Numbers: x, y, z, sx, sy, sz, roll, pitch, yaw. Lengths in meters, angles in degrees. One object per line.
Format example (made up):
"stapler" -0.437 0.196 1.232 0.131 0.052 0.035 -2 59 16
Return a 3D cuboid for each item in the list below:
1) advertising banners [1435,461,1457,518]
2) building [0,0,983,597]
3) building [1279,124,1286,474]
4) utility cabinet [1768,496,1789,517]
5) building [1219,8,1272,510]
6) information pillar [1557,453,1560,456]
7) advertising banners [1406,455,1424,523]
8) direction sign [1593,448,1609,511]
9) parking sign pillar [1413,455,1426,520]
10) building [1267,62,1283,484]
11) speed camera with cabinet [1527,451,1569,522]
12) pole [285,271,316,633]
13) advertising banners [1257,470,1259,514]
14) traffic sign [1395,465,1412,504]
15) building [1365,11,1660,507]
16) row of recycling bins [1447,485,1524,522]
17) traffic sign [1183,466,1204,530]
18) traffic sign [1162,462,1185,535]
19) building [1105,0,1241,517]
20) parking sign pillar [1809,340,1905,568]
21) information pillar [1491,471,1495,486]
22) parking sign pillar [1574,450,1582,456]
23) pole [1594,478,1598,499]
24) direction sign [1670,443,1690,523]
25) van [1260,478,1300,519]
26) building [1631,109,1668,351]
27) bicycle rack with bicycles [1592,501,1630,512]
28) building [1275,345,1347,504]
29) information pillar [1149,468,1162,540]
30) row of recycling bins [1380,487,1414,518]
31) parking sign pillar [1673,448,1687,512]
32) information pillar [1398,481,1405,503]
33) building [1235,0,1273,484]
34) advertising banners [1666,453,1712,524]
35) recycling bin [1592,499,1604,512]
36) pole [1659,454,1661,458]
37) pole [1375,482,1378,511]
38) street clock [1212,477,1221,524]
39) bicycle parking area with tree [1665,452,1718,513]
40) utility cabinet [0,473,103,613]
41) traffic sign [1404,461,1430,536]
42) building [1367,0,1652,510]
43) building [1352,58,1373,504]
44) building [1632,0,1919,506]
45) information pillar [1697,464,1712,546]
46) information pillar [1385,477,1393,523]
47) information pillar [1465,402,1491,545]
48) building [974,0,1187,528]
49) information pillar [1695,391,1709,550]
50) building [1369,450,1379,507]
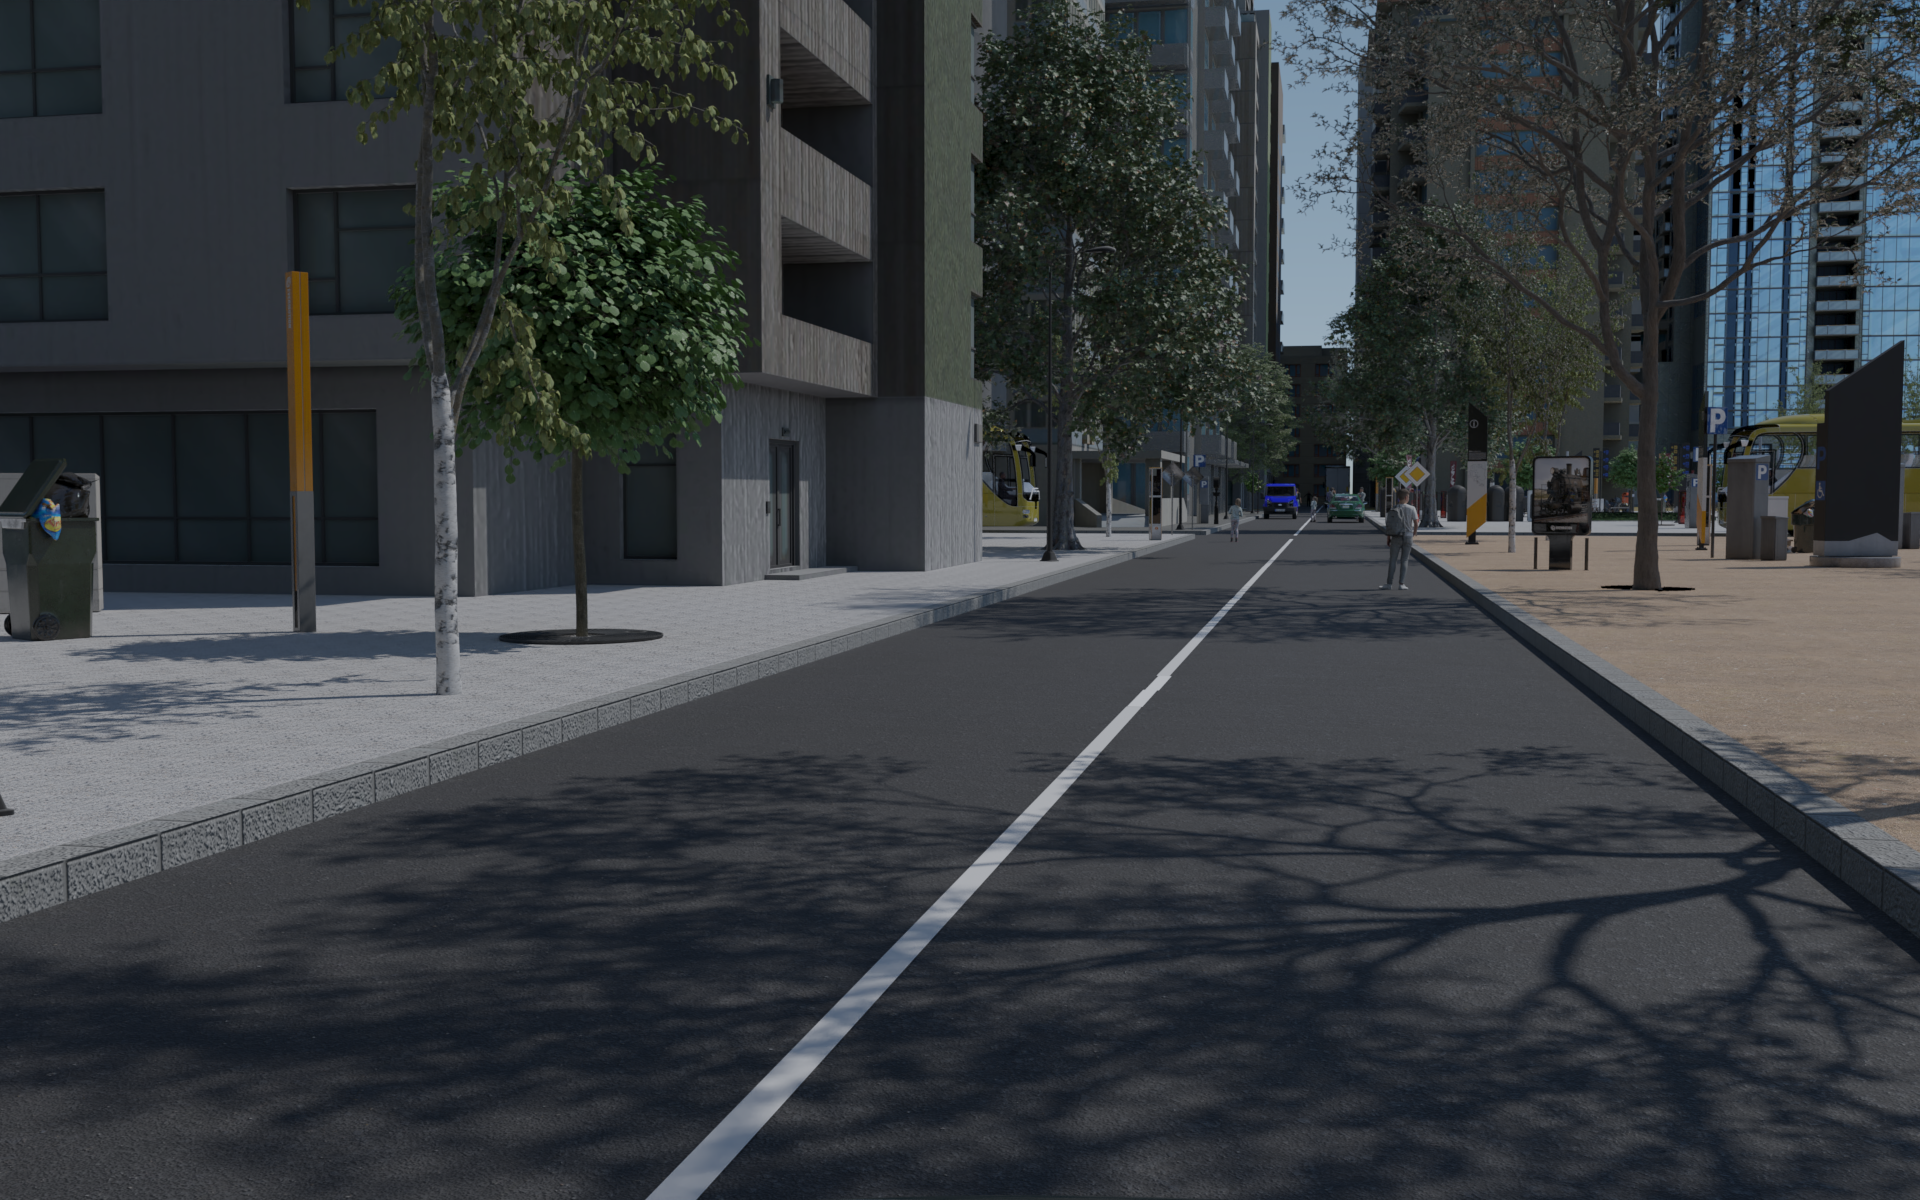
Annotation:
"advertising banners" 25.625 -5.846 91.775 0.090 3.025 2.074 -1 4 -22
"building" -7.882 -15.622 27.123 14.160 30.474 14.107 1 4 12
"building" 21.848 -35.508 200.167 30.456 49.044 23.786 1 4 12
"utility cabinet" 21.577 -2.136 46.080 1.020 1.237 0.306 -2 4 -30
"building" 18.224 -28.125 143.433 14.154 41.232 14.086 1 4 12
"information pillar" 33.982 -6.568 98.734 0.183 3.616 0.504 -1 4 -13
"advertising banners" 20.423 -4.964 77.357 0.090 3.025 2.074 3 5 44
"direction sign" 31.482 -5.697 85.148 0.876 3.537 0.379 -1 4 -15
"parking sign pillar" 23.544 -6.079 87.869 1.447 3.967 1.447 -3 5 -43
"building" 25.820 -32.307 178.324 14.600 45.320 14.200 1 4 12
"speed camera with cabinet" 27.391 -5.257 80.285 2.038 3.252 0.660 1 4 20
"pole" -6.100 -1.357 16.023 0.158 3.312 0.155 0 3 0
"advertising banners" 19.360 -7.111 112.454 0.090 3.025 2.074 1 4 8
"traffic sign" 15.551 -3.471 60.401 0.795 2.450 0.064 1 4 12
"building" 59.250 -36.801 190.937 28.713 52.752 27.495 1 4 12
"row of recycling bins" 24.449 -4.488 80.497 3.534 1.692 1.069 0 4 -4
"traffic sign" 8.327 -3.568 61.975 0.795 2.450 0.064 1 4 12
"traffic sign" 6.642 -3.090 54.169 0.795 2.450 0.064 1 4 12
"building" 5.937 -29.929 108.955 23.786 49.044 30.456 1 4 12
"parking sign pillar" 15.846 -2.574 30.554 1.447 3.967 1.447 0 4 1
"information pillar" 38.662 -8.223 125.804 0.183 3.616 0.504 -1 4 -11
"parking sign pillar" 37.604 -7.235 106.762 1.447 3.967 1.447 0 4 -6
"pole" 42.485 -7.453 115.697 0.158 3.312 0.155 0 3 0
"direction sign" 31.916 -5.191 76.862 0.876 3.537 0.379 0 4 -2
"van" 18.621 -5.881 100.530 2.240 2.365 5.245 1 4 11
"building" 90.627 -36.274 216.776 21.600 48.544 21.300 1 4 12
"bicycle rack with bicycles" 32.323 -4.531 87.456 2.925 0.926 2.852 -3 4 -37
"building" 37.022 -23.689 232.352 28.899 21.520 27.650 1 4 12
"information pillar" 5.422 -2.663 48.037 0.304 2.012 0.304 0 4 -7
"row of recycling bins" 24.383 -5.406 95.497 3.534 1.692 1.069 -3 5 -40
"parking sign pillar" 42.203 -6.911 101.464 1.447 3.967 1.447 1 4 10
"information pillar" 22.071 -5.017 86.516 0.304 2.012 0.304 0 4 -3
"building" 18.740 -44.151 160.121 20.563 71.187 20.611 1 4 12
"advertising banners" 30.826 -4.731 73.539 2.074 3.025 0.090 1 4 17
"recycling bin" 33.865 -4.892 92.532 0.722 1.027 0.722 -3 4 -36
"pole" 35.354 -5.722 87.397 0.158 3.312 0.155 0 3 0
"pole" 31.099 -8.279 129.206 0.158 3.312 0.155 0 3 0
"street clock" 10.877 -4.213 73.448 0.358 2.002 0.471 1 4 15
"bicycle parking area with tree" 51.863 -8.069 118.928 8.231 4.147 9.016 -1 4 -20
"utility cabinet" -9.924 -0.611 18.671 1.173 1.500 0.318 -1 4 -19
"traffic sign" 13.866 -2.994 52.595 0.795 2.450 0.064 1 4 12
"building" 46.917 -30.326 150.451 22.147 44.769 28.867 1 4 12
"building" 65.345 -41.626 222.591 28.212 58.520 21.231 1 4 12
"building" 89.970 -53.430 186.253 31.000 86.520 22.319 1 4 12
"information pillar" 18.558 -2.366 43.172 0.304 2.012 0.304 2 4 26
"information pillar" 18.743 -4.352 75.655 0.304 2.012 0.304 1 4 16
"information pillar" 13.100 -3.215 43.918 0.504 3.616 0.183 1 4 19
"building" -6.648 -23.491 75.965 32.217 40.220 23.993 1 4 12
"information pillar" 16.966 -2.949 39.574 0.183 3.616 0.504 1 4 9
"building" 48.181 -24.530 172.759 14.160 30.474 14.107 1 4 12
